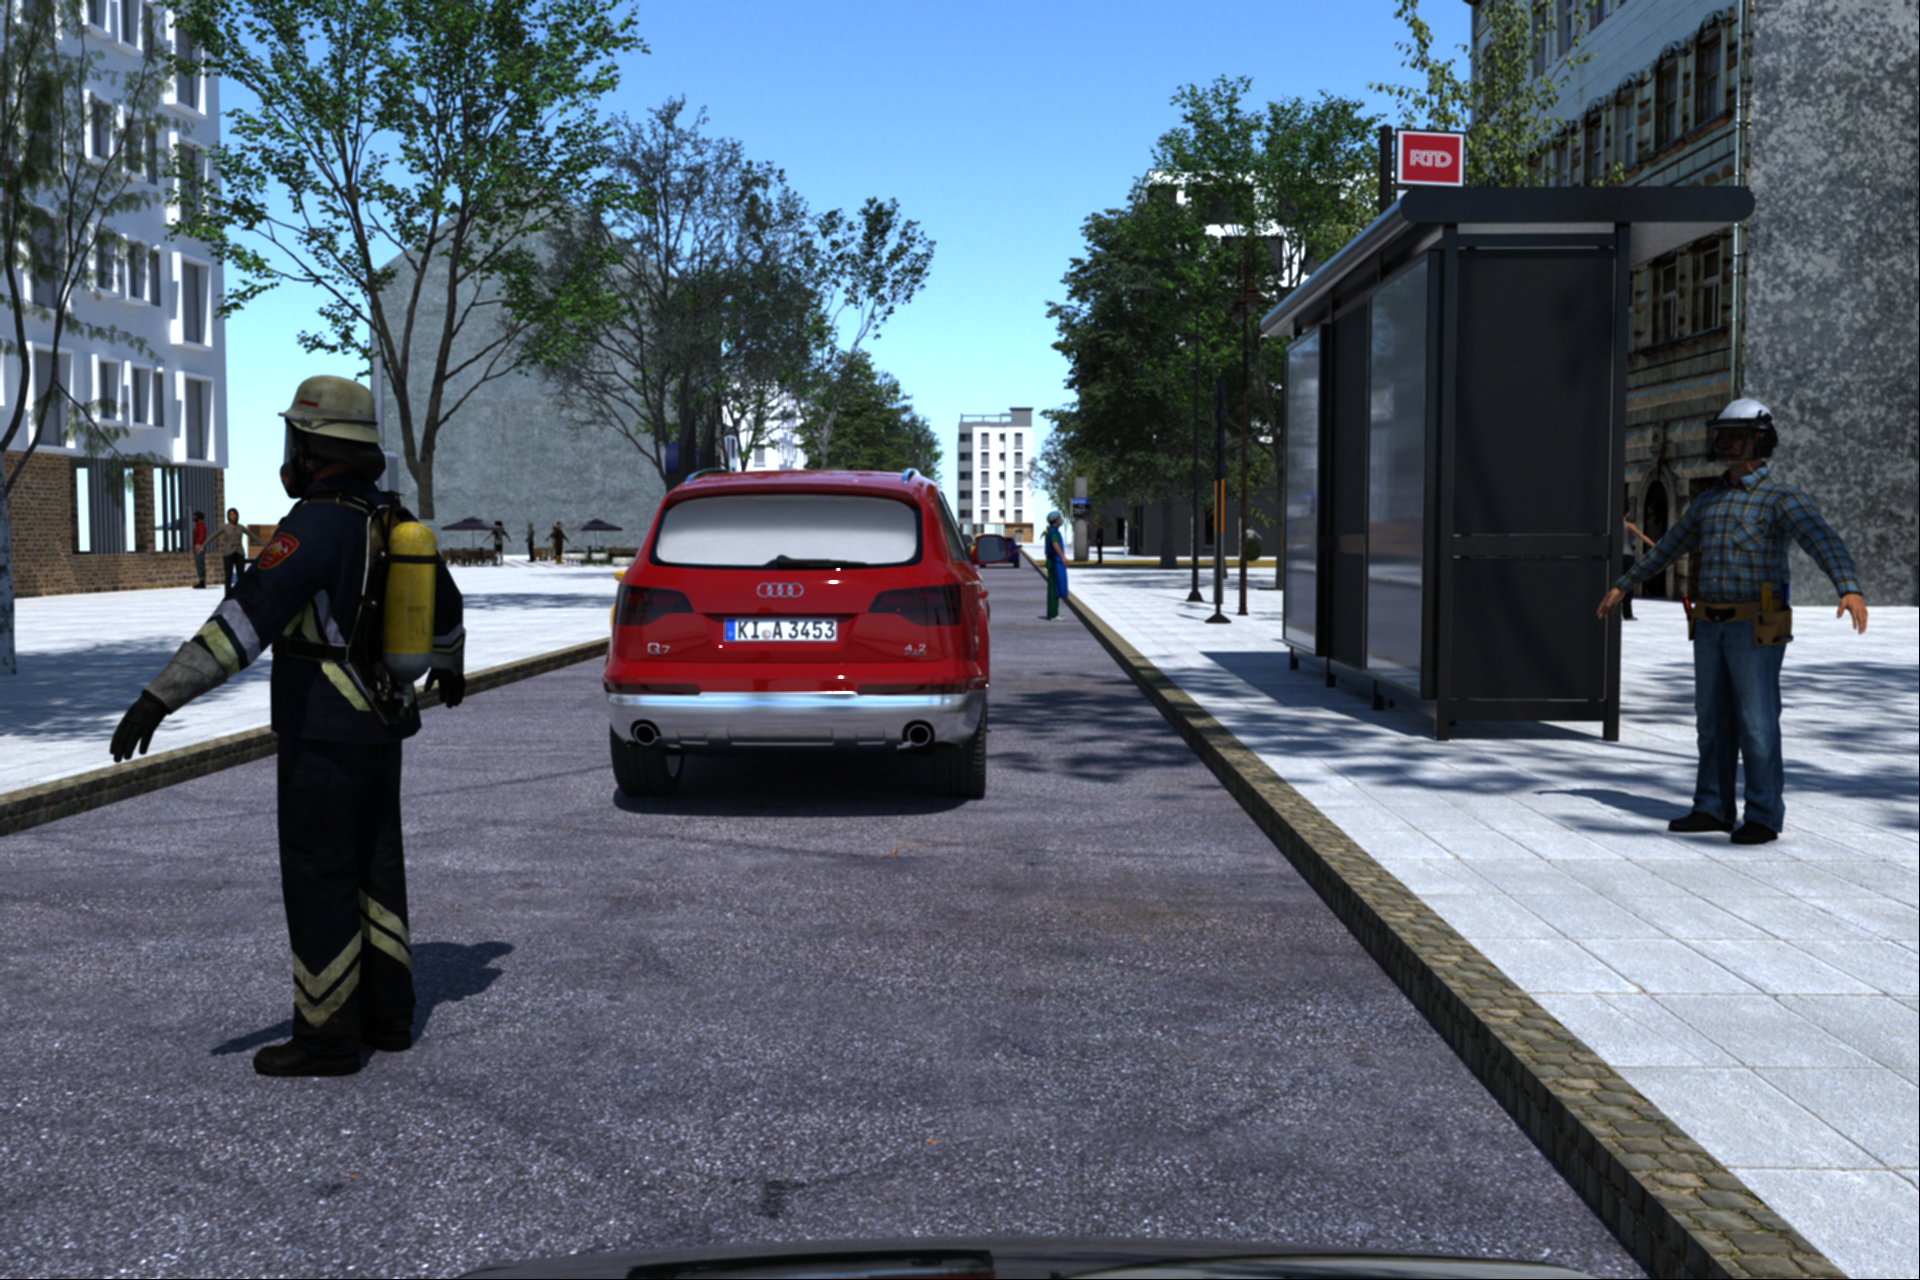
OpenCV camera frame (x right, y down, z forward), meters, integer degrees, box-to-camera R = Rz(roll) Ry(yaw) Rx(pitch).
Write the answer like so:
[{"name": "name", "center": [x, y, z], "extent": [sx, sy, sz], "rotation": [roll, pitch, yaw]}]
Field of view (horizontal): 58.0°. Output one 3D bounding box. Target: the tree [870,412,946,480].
[{"name": "tree", "center": [-5.096, -13.623, 148.487], "extent": [9.928, 11.665, 9.643], "rotation": [0, 3, 0]}]

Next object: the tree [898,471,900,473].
[{"name": "tree", "center": [-4.945, -12.990, 162.749], "extent": [4.360, 8.622, 3.978], "rotation": [0, 3, 0]}]

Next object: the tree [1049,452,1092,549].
[{"name": "tree", "center": [9.612, -12.029, 147.036], "extent": [4.360, 8.622, 3.978], "rotation": [0, 3, 0]}]

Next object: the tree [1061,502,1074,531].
[{"name": "tree", "center": [17.229, -19.053, 261.871], "extent": [4.737, 8.622, 4.395], "rotation": [0, 3, 0]}]

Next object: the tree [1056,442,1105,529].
[{"name": "tree", "center": [9.115, -10.884, 128.316], "extent": [4.360, 8.622, 3.978], "rotation": [0, 3, 0]}]

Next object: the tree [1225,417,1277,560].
[{"name": "tree", "center": [13.741, -8.182, 84.145], "extent": [4.737, 8.622, 4.395], "rotation": [0, 3, 0]}]

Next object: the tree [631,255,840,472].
[{"name": "tree", "center": [-8.186, -8.406, 63.194], "extent": [9.928, 11.665, 9.643], "rotation": [0, 3, 0]}]

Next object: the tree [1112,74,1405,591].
[{"name": "tree", "center": [7.308, -6.947, 39.341], "extent": [9.928, 11.665, 9.643], "rotation": [0, 3, 0]}]

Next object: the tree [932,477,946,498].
[{"name": "tree", "center": [-5.560, -19.851, 258.975], "extent": [7.601, 10.594, 8.767], "rotation": [1, 4, 10]}]

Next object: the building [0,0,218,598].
[{"name": "building", "center": [-23.948, -10.654, 30.617], "extent": [16.016, 20.090, 11.380], "rotation": [0, 4, 2]}]

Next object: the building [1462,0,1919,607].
[{"name": "building", "center": [23.143, -12.713, 38.790], "extent": [19.493, 23.208, 18.063], "rotation": [0, 4, 1]}]

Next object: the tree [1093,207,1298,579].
[{"name": "tree", "center": [7.244, -7.049, 49.666], "extent": [7.601, 10.594, 8.767], "rotation": [1, 4, 15]}]

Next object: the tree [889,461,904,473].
[{"name": "tree", "center": [-6.072, -11.469, 137.873], "extent": [4.360, 8.622, 3.978], "rotation": [0, 3, 0]}]

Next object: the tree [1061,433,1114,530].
[{"name": "tree", "center": [8.486, -9.980, 113.537], "extent": [4.737, 8.622, 4.395], "rotation": [0, 3, 0]}]

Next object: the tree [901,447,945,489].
[{"name": "tree", "center": [-5.326, -15.010, 171.171], "extent": [9.928, 11.665, 9.643], "rotation": [0, 3, 0]}]

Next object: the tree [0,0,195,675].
[{"name": "tree", "center": [-8.768, -4.005, 15.837], "extent": [4.360, 8.622, 3.978], "rotation": [0, 3, 0]}]

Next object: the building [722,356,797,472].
[{"name": "building", "center": [-23.765, -19.990, 183.248], "extent": [16.016, 20.090, 11.380], "rotation": [0, 4, 2]}]

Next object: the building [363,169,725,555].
[{"name": "building", "center": [-26.188, -17.269, 113.282], "extent": [19.493, 23.208, 18.063], "rotation": [0, 4, 1]}]

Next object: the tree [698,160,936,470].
[{"name": "tree", "center": [-8.483, -14.305, 89.768], "extent": [12.611, 20.169, 13.585], "rotation": [0, 3, 0]}]

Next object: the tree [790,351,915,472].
[{"name": "tree", "center": [-6.605, -11.563, 107.187], "extent": [7.486, 12.596, 7.792], "rotation": [0, 3, 0]}]

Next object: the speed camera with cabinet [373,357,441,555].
[{"name": "speed camera with cabinet", "center": [-6.661, -1.578, 20.141], "extent": [0.660, 3.252, 2.038], "rotation": [0, 4, 2]}]

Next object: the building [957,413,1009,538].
[{"name": "building", "center": [0.063, -24.609, 261.231], "extent": [11.380, 20.090, 16.016], "rotation": [0, 4, -7]}]

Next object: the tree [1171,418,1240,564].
[{"name": "tree", "center": [9.796, -7.541, 73.661], "extent": [4.360, 8.622, 3.978], "rotation": [0, 3, 0]}]

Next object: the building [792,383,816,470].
[{"name": "building", "center": [-23.237, -21.223, 203.412], "extent": [16.016, 20.090, 11.380], "rotation": [0, 4, 1]}]

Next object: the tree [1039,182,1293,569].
[{"name": "tree", "center": [7.554, -9.537, 62.588], "extent": [9.857, 13.997, 8.962], "rotation": [0, 3, 0]}]

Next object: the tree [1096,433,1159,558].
[{"name": "tree", "center": [9.019, -8.632, 91.500], "extent": [4.737, 8.622, 4.395], "rotation": [0, 3, 0]}]

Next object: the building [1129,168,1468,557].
[{"name": "building", "center": [24.883, -16.466, 113.189], "extent": [27.936, 21.610, 32.646], "rotation": [0, 4, 1]}]

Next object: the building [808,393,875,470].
[{"name": "building", "center": [-19.755, -22.425, 233.106], "extent": [16.747, 18.905, 31.486], "rotation": [0, 4, 1]}]

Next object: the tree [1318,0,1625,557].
[{"name": "tree", "center": [6.530, -4.417, 22.578], "extent": [4.737, 8.622, 4.395], "rotation": [0, 3, 0]}]

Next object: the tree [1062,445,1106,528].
[{"name": "tree", "center": [9.947, -11.364, 136.168], "extent": [4.737, 8.622, 4.395], "rotation": [0, 3, 0]}]

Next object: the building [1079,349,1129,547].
[{"name": "building", "center": [26.961, -21.292, 192.097], "extent": [27.936, 21.610, 32.646], "rotation": [0, 4, 1]}]

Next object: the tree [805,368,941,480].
[{"name": "tree", "center": [-6.167, -13.267, 127.288], "extent": [12.009, 13.543, 11.850], "rotation": [0, 3, 0]}]

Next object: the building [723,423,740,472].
[{"name": "building", "center": [-22.255, -12.064, 139.388], "extent": [9.099, 9.664, 28.070], "rotation": [0, 4, 1]}]

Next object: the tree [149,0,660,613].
[{"name": "tree", "center": [-8.708, -6.233, 27.666], "extent": [9.928, 11.665, 9.643], "rotation": [0, 3, 0]}]

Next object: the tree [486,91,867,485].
[{"name": "tree", "center": [-8.245, -8.481, 49.033], "extent": [12.009, 13.543, 11.850], "rotation": [0, 3, 0]}]

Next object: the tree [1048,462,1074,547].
[{"name": "tree", "center": [10.279, -13.349, 168.624], "extent": [4.737, 8.622, 4.395], "rotation": [0, 3, 0]}]

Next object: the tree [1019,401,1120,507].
[{"name": "tree", "center": [10.566, -14.989, 155.434], "extent": [12.009, 13.543, 11.850], "rotation": [0, 3, 0]}]
